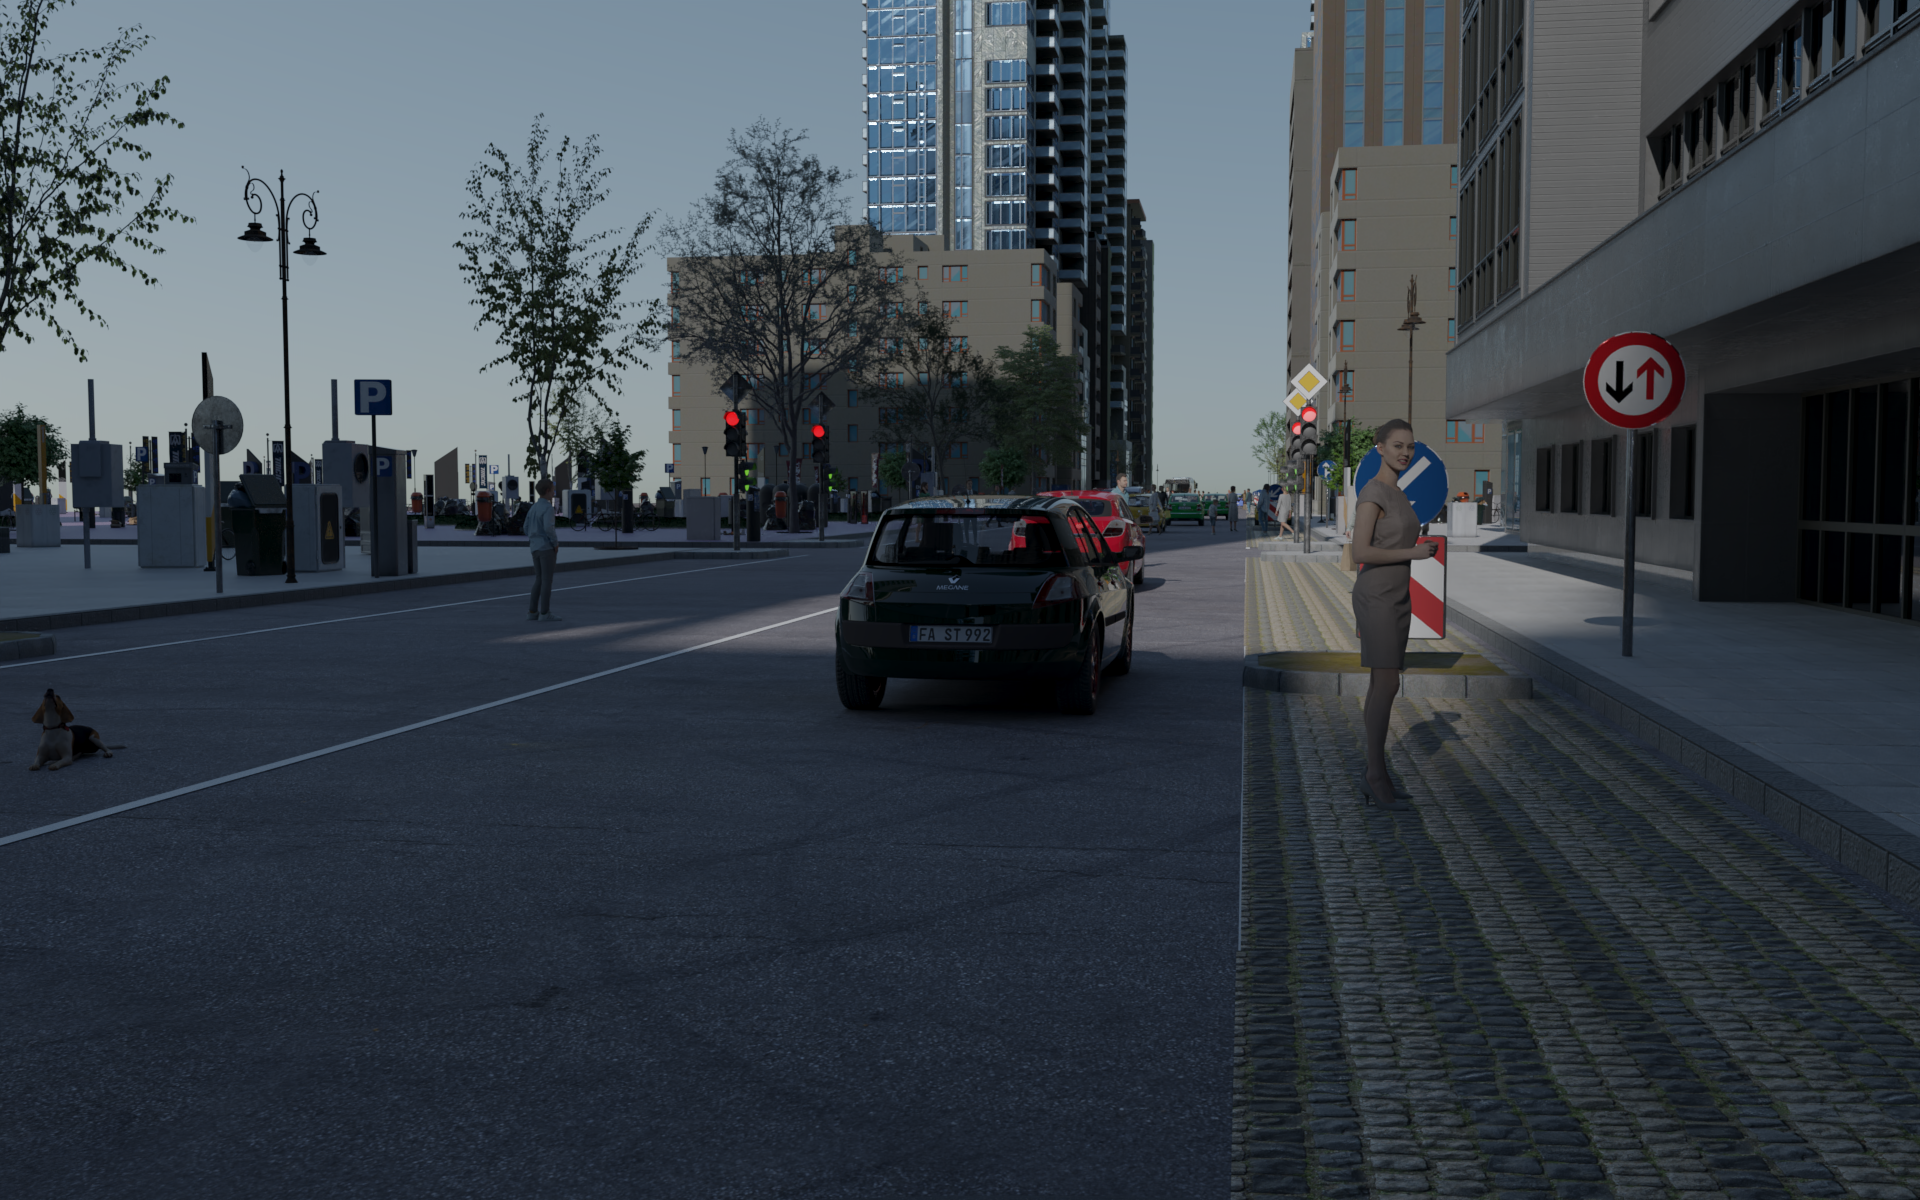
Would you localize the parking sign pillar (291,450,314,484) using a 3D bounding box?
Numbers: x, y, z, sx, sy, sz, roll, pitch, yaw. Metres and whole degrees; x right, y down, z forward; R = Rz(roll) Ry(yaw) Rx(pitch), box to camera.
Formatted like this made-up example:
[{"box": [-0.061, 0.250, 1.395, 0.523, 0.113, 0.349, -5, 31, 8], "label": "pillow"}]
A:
[{"box": [-39.806, -7.104, 104.618, 1.447, 3.967, 1.447, 3, 4, 38], "label": "parking sign pillar"}]

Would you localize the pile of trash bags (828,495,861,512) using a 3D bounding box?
[{"box": [-7.158, -5.473, 99.235, 3.447, 1.369, 1.912, 3, 5, 41], "label": "pile of trash bags"}]

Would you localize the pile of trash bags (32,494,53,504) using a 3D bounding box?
[{"box": [-62.689, -6.569, 117.147, 1.912, 1.369, 3.447, 1, 4, 10], "label": "pile of trash bags"}]

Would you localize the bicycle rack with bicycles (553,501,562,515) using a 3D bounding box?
[{"box": [-21.060, -4.899, 93.473, 2.852, 0.926, 2.925, 0, 4, 2], "label": "bicycle rack with bicycles"}]

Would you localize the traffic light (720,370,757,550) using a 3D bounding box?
[{"box": [-5.068, -3.085, 39.355, 0.839, 4.253, 0.868, 1, 4, 9], "label": "traffic light"}]

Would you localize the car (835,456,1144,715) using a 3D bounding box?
[{"box": [0.307, -0.182, 12.760, 2.009, 1.686, 4.222, 1, 4, 10], "label": "car"}]

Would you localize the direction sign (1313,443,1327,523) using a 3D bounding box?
[{"box": [16.096, -5.200, 77.023, 0.876, 3.537, 0.379, -1, 4, -13], "label": "direction sign"}]

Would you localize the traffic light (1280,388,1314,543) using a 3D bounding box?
[{"box": [8.781, -3.441, 45.178, 0.839, 4.253, 0.868, 1, 4, 9], "label": "traffic light"}]

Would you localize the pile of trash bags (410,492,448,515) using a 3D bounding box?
[{"box": [-23.668, -4.192, 78.292, 1.912, 1.369, 3.447, 1, 4, 18], "label": "pile of trash bags"}]

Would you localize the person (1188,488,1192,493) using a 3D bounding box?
[{"box": [14.105, -5.934, 105.795, 0.520, 1.790, 0.573, 3, 4, 39], "label": "person"}]

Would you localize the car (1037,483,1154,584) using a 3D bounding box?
[{"box": [1.850, -1.066, 26.476, 2.155, 1.783, 4.494, 1, 4, 9], "label": "car"}]

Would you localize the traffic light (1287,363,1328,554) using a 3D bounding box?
[{"box": [7.475, -2.959, 37.300, 0.839, 4.253, 0.868, 1, 4, 9], "label": "traffic light"}]

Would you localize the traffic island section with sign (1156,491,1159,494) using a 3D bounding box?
[{"box": [26.040, -13.385, 227.475, 1.989, 1.847, 2.006, 1, 4, 9], "label": "traffic island section with sign"}]

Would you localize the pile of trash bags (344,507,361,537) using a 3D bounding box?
[{"box": [-19.441, -2.614, 52.487, 3.447, 1.369, 1.912, 3, 5, 43], "label": "pile of trash bags"}]

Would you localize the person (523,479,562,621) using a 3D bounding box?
[{"box": [-4.693, -0.566, 19.569, 0.330, 1.601, 0.589, -2, 4, -34], "label": "person"}]

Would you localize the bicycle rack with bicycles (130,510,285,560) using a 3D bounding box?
[{"box": [-13.595, -1.202, 33.040, 2.852, 0.926, 2.925, 0, 4, 4], "label": "bicycle rack with bicycles"}]

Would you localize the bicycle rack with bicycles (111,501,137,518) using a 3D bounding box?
[{"box": [-43.569, -4.792, 91.731, 2.925, 0.926, 2.852, 2, 4, 26], "label": "bicycle rack with bicycles"}]

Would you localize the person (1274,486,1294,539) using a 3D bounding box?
[{"box": [10.209, -2.752, 54.250, 0.760, 1.731, 0.466, 2, 4, 27], "label": "person"}]

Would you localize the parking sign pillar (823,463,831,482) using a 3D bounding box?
[{"box": [-8.625, -7.516, 111.365, 1.447, 3.967, 1.447, 1, 4, 9], "label": "parking sign pillar"}]

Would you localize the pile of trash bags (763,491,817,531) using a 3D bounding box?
[{"box": [-6.116, -3.163, 61.470, 1.912, 1.369, 3.447, 0, 4, 3], "label": "pile of trash bags"}]

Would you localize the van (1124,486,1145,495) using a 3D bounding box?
[{"box": [9.140, -5.278, 93.302, 2.013, 2.044, 4.112, 1, 4, 11], "label": "van"}]

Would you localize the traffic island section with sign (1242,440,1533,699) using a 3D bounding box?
[{"box": [3.151, -0.273, 13.088, 1.989, 1.847, 2.006, 1, 4, 9], "label": "traffic island section with sign"}]

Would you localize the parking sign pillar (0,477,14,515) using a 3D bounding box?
[{"box": [-45.962, -5.778, 82.950, 1.447, 3.967, 1.447, 0, 4, 6], "label": "parking sign pillar"}]

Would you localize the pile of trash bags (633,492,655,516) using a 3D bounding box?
[{"box": [-17.154, -5.073, 92.695, 1.912, 1.369, 3.447, 0, 4, -1], "label": "pile of trash bags"}]

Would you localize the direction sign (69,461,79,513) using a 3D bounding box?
[{"box": [-61.362, -7.844, 120.248, 0.379, 3.537, 0.876, 2, 4, 33], "label": "direction sign"}]

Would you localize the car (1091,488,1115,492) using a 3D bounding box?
[{"box": [8.858, -6.016, 107.032, 2.281, 1.827, 5.304, 1, 4, 11], "label": "car"}]

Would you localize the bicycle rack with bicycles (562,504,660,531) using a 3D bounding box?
[{"box": [-11.752, -2.869, 60.291, 2.925, 0.926, 2.852, 1, 4, 16], "label": "bicycle rack with bicycles"}]

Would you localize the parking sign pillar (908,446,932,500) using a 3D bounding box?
[{"box": [-2.214, -6.582, 96.093, 1.447, 3.967, 1.447, 1, 4, 15], "label": "parking sign pillar"}]

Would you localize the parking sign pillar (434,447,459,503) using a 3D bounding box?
[{"box": [-29.189, -6.727, 98.460, 1.447, 3.967, 1.447, -1, 4, -13], "label": "parking sign pillar"}]

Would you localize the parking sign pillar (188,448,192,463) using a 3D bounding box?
[{"box": [-42.480, -6.503, 94.792, 1.447, 3.967, 1.447, -3, 5, -40], "label": "parking sign pillar"}]

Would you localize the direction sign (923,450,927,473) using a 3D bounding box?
[{"box": [-1.821, -6.005, 90.185, 0.379, 3.537, 0.876, 0, 4, 7], "label": "direction sign"}]

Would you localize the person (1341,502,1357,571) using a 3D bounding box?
[{"box": [5.695, -0.930, 24.192, 0.515, 1.767, 0.782, -3, 4, -36], "label": "person"}]

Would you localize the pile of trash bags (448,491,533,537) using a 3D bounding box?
[{"box": [-14.137, -2.676, 53.511, 1.912, 1.369, 3.447, 0, 4, 5], "label": "pile of trash bags"}]

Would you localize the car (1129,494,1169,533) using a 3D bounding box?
[{"box": [6.853, -3.364, 65.223, 2.015, 1.641, 3.980, 1, 4, 9], "label": "car"}]

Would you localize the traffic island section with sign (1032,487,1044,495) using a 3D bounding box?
[{"box": [4.354, -5.378, 96.566, 1.989, 1.847, 2.006, 1, 4, 9], "label": "traffic island section with sign"}]

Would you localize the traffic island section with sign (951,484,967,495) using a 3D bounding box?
[{"box": [-0.049, -3.752, 69.971, 1.989, 1.847, 2.006, 1, 4, 9], "label": "traffic island section with sign"}]

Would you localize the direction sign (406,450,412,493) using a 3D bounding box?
[{"box": [-28.446, -5.925, 88.876, 0.379, 3.537, 0.876, 2, 4, 26], "label": "direction sign"}]

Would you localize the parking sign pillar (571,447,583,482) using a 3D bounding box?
[{"box": [-21.211, -6.811, 99.830, 1.447, 3.967, 1.447, 3, 5, 41], "label": "parking sign pillar"}]

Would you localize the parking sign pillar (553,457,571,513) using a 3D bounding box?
[{"box": [-27.424, -8.013, 119.483, 1.447, 3.967, 1.447, -3, 5, -45], "label": "parking sign pillar"}]

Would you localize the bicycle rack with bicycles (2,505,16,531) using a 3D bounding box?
[{"box": [-31.653, -2.643, 56.588, 2.852, 0.926, 2.925, -1, 4, -11], "label": "bicycle rack with bicycles"}]

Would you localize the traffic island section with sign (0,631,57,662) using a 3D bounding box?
[{"box": [-9.147, -0.398, 15.127, 1.989, 1.847, 2.006, 1, 4, 9], "label": "traffic island section with sign"}]

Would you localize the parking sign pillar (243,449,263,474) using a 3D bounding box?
[{"box": [-41.844, -6.975, 102.506, 1.447, 3.967, 1.447, 2, 4, 33], "label": "parking sign pillar"}]

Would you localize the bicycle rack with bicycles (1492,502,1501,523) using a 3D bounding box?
[{"box": [24.504, -3.848, 76.294, 2.925, 0.926, 2.852, -2, 4, -33], "label": "bicycle rack with bicycles"}]

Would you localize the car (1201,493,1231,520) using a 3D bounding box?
[{"box": [14.183, -5.359, 96.410, 1.959, 1.807, 4.718, 0, 4, 8], "label": "car"}]

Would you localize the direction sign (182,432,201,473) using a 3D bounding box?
[{"box": [-28.268, -4.380, 63.609, 0.379, 3.537, 0.876, 2, 4, 28], "label": "direction sign"}]

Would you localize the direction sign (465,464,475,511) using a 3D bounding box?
[{"box": [-36.302, -8.354, 128.587, 0.876, 3.537, 0.379, -3, 4, -37], "label": "direction sign"}]

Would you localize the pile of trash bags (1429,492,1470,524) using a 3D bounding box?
[{"box": [21.319, -4.073, 76.345, 3.447, 1.369, 1.912, -3, 5, -40], "label": "pile of trash bags"}]

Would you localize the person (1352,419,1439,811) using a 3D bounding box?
[{"box": [2.011, 0.049, 8.046, 0.374, 1.781, 0.599, 2, 4, 32], "label": "person"}]

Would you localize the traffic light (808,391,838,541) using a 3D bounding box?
[{"box": [-3.763, -3.566, 47.233, 0.839, 4.253, 0.868, 1, 4, 9], "label": "traffic light"}]

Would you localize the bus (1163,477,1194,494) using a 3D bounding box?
[{"box": [23.248, -11.523, 183.268, 2.948, 3.499, 13.247, 1, 4, 10], "label": "bus"}]

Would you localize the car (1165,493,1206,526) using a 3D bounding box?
[{"box": [10.283, -4.312, 79.305, 1.959, 1.807, 4.718, 0, 4, 8], "label": "car"}]

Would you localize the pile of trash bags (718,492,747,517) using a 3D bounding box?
[{"box": [-11.914, -5.276, 96.021, 3.447, 1.369, 1.912, 1, 4, 22], "label": "pile of trash bags"}]

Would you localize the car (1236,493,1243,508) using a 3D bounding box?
[{"box": [27.728, -10.042, 173.774, 1.945, 1.707, 3.694, 1, 4, 10], "label": "car"}]

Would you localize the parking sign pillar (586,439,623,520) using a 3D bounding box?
[{"box": [-16.247, -5.627, 80.465, 1.447, 3.967, 1.447, 2, 4, 30], "label": "parking sign pillar"}]

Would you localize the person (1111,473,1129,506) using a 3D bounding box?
[{"box": [2.965, -1.476, 32.652, 0.620, 1.820, 0.660, 2, 4, 34], "label": "person"}]

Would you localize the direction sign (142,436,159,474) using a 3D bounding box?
[{"box": [-31.659, -4.636, 67.798, 0.379, 3.537, 0.876, 1, 4, 11], "label": "direction sign"}]

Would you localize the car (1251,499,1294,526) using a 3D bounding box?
[{"box": [14.403, -4.245, 79.628, 2.015, 1.641, 3.980, 1, 4, 10], "label": "car"}]
